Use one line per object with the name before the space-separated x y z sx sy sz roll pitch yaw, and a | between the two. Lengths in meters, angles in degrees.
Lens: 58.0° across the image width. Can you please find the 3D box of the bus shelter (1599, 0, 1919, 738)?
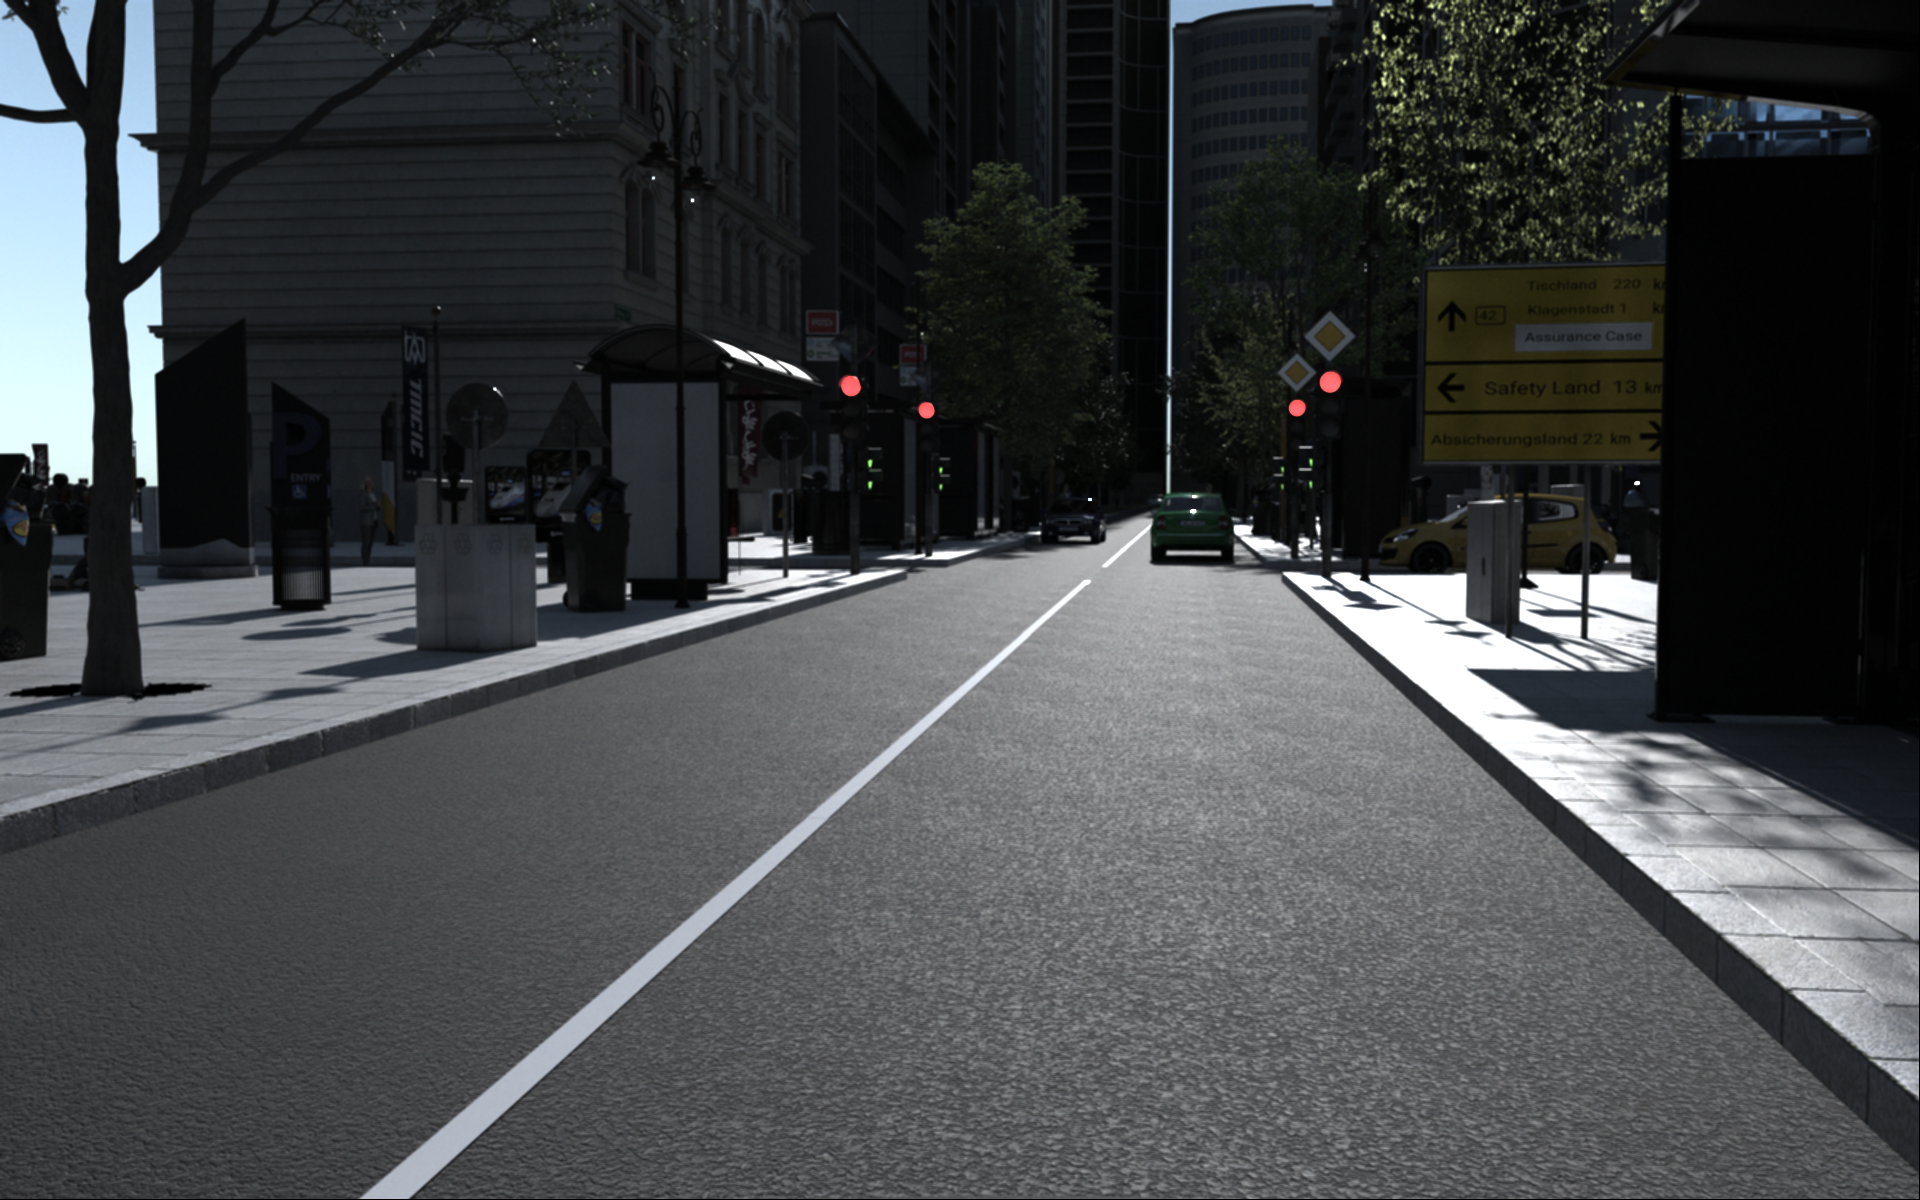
bus shelter | 4.049 -0.941 6.670 1.731 3.624 6.357 0 4 7

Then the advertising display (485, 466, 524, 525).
advertising display | -10.446 -2.118 39.851 0.974 1.923 0.123 -3 5 -41

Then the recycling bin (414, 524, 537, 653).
recycling bin | -4.027 -0.114 14.425 0.722 1.027 0.722 2 4 26

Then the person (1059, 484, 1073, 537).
person | 3.560 -2.985 57.858 0.362 1.759 0.519 3 5 45

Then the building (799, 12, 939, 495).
building | -10.090 -16.151 83.128 14.314 24.678 30.058 0 4 7

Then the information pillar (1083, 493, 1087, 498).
information pillar | 8.019 -6.478 110.412 0.304 2.012 0.304 -2 4 -30

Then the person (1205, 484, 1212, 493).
person | 7.655 -2.704 53.381 0.731 1.740 0.598 3 5 40

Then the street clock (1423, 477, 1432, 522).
street clock | 19.277 -4.111 71.784 0.471 2.002 0.358 0 4 0

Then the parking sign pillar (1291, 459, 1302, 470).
parking sign pillar | 19.823 -6.948 102.072 1.447 3.967 1.447 1 4 23

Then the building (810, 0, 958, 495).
building | -1.980 -44.673 168.647 20.611 71.187 20.563 0 4 7

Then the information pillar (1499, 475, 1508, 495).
information pillar | 20.569 -3.728 65.450 0.304 2.012 0.304 3 5 45

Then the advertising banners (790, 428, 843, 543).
advertising banners | -3.660 -3.028 45.688 0.090 3.025 2.074 3 5 45

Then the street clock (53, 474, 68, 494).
street clock | -31.737 -3.461 61.157 0.471 2.002 0.358 1 4 15

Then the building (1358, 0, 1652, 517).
building | 36.670 -41.587 118.195 20.563 71.187 20.611 0 4 7

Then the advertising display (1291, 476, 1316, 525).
advertising display | 12.523 -3.573 63.627 0.974 1.923 0.123 -1 4 -23

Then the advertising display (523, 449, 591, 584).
advertising display | -5.783 -1.212 25.024 0.974 1.923 0.123 -3 5 -41

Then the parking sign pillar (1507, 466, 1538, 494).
parking sign pillar | 25.405 -5.395 76.688 1.447 3.967 1.447 -3 4 -36

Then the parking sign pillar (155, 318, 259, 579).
parking sign pillar | -11.609 -2.334 26.634 1.447 3.967 1.447 -1 4 -12

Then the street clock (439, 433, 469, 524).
street clock | -5.993 -0.977 20.537 0.358 2.002 0.471 -1 4 -21

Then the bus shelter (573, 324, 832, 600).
bus shelter | -3.272 -1.803 23.409 2.014 3.302 5.546 0 4 7

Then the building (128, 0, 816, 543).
building | -13.599 -16.432 56.045 14.401 28.519 23.554 0 4 7

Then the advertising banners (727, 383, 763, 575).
advertising banners | -3.922 -1.922 27.615 2.074 3.025 0.090 2 4 33

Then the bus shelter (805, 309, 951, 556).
bus shelter | -1.937 -3.827 40.209 2.179 5.291 8.768 0 4 7

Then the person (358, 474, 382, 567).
person | -10.914 -1.436 32.168 0.526 1.800 0.537 2 4 32

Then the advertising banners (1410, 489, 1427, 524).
advertising banners | 10.477 -2.731 40.836 0.090 3.025 2.074 3 5 43

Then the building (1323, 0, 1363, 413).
building | 42.130 -32.064 143.860 23.786 49.044 30.456 0 4 7

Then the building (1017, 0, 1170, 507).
building | 14.920 -47.234 210.535 20.611 71.187 20.563 0 4 7

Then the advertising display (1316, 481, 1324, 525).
advertising display | 15.166 -4.099 72.232 0.123 1.923 0.974 -3 5 -40

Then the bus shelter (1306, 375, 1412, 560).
bus shelter | 8.387 -2.780 36.742 1.731 3.624 6.357 0 4 8

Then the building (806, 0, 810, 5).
building | -8.718 -41.781 121.379 20.563 71.187 20.611 0 4 7

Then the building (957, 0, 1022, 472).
building | -2.720 -27.852 138.973 14.154 41.232 14.086 0 4 7

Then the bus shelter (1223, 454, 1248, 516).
bus shelter | 16.310 -6.851 103.289 1.731 3.624 6.357 0 4 8

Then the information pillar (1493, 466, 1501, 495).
information pillar | 21.861 -4.827 70.268 0.504 3.616 0.183 0 4 7

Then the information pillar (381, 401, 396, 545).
information pillar | -14.302 -3.179 43.331 0.183 3.616 0.504 0 4 8

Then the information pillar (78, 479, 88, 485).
information pillar | -41.477 -4.740 81.993 0.304 2.012 0.304 1 4 9

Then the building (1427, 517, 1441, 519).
building | 34.055 -39.930 91.102 20.563 71.187 20.611 0 4 7

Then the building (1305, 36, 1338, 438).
building | 40.778 -31.601 166.794 14.600 45.320 14.200 0 4 7

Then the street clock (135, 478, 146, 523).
street clock | -36.199 -4.404 76.571 0.358 2.002 0.471 0 4 6

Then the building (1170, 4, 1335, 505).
building | 39.625 -40.753 208.315 28.212 58.520 21.231 0 4 7

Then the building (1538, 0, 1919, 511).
building | 33.683 -45.024 48.811 31.000 86.520 22.319 0 4 7

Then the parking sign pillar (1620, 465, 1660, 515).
parking sign pillar | 16.252 -3.198 40.758 1.447 3.967 1.447 1 4 20

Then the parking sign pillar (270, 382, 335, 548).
parking sign pillar | -15.806 -3.245 41.521 1.447 3.967 1.447 0 4 -6

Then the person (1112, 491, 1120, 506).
person | 17.278 -11.162 191.012 1.348 1.823 0.705 -3 5 -43

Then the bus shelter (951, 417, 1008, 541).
bus shelter | -0.201 -4.358 48.882 2.179 5.291 8.768 0 4 8

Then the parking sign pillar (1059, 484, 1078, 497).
parking sign pillar | 6.190 -6.792 99.514 1.447 3.967 1.447 -3 5 -41
